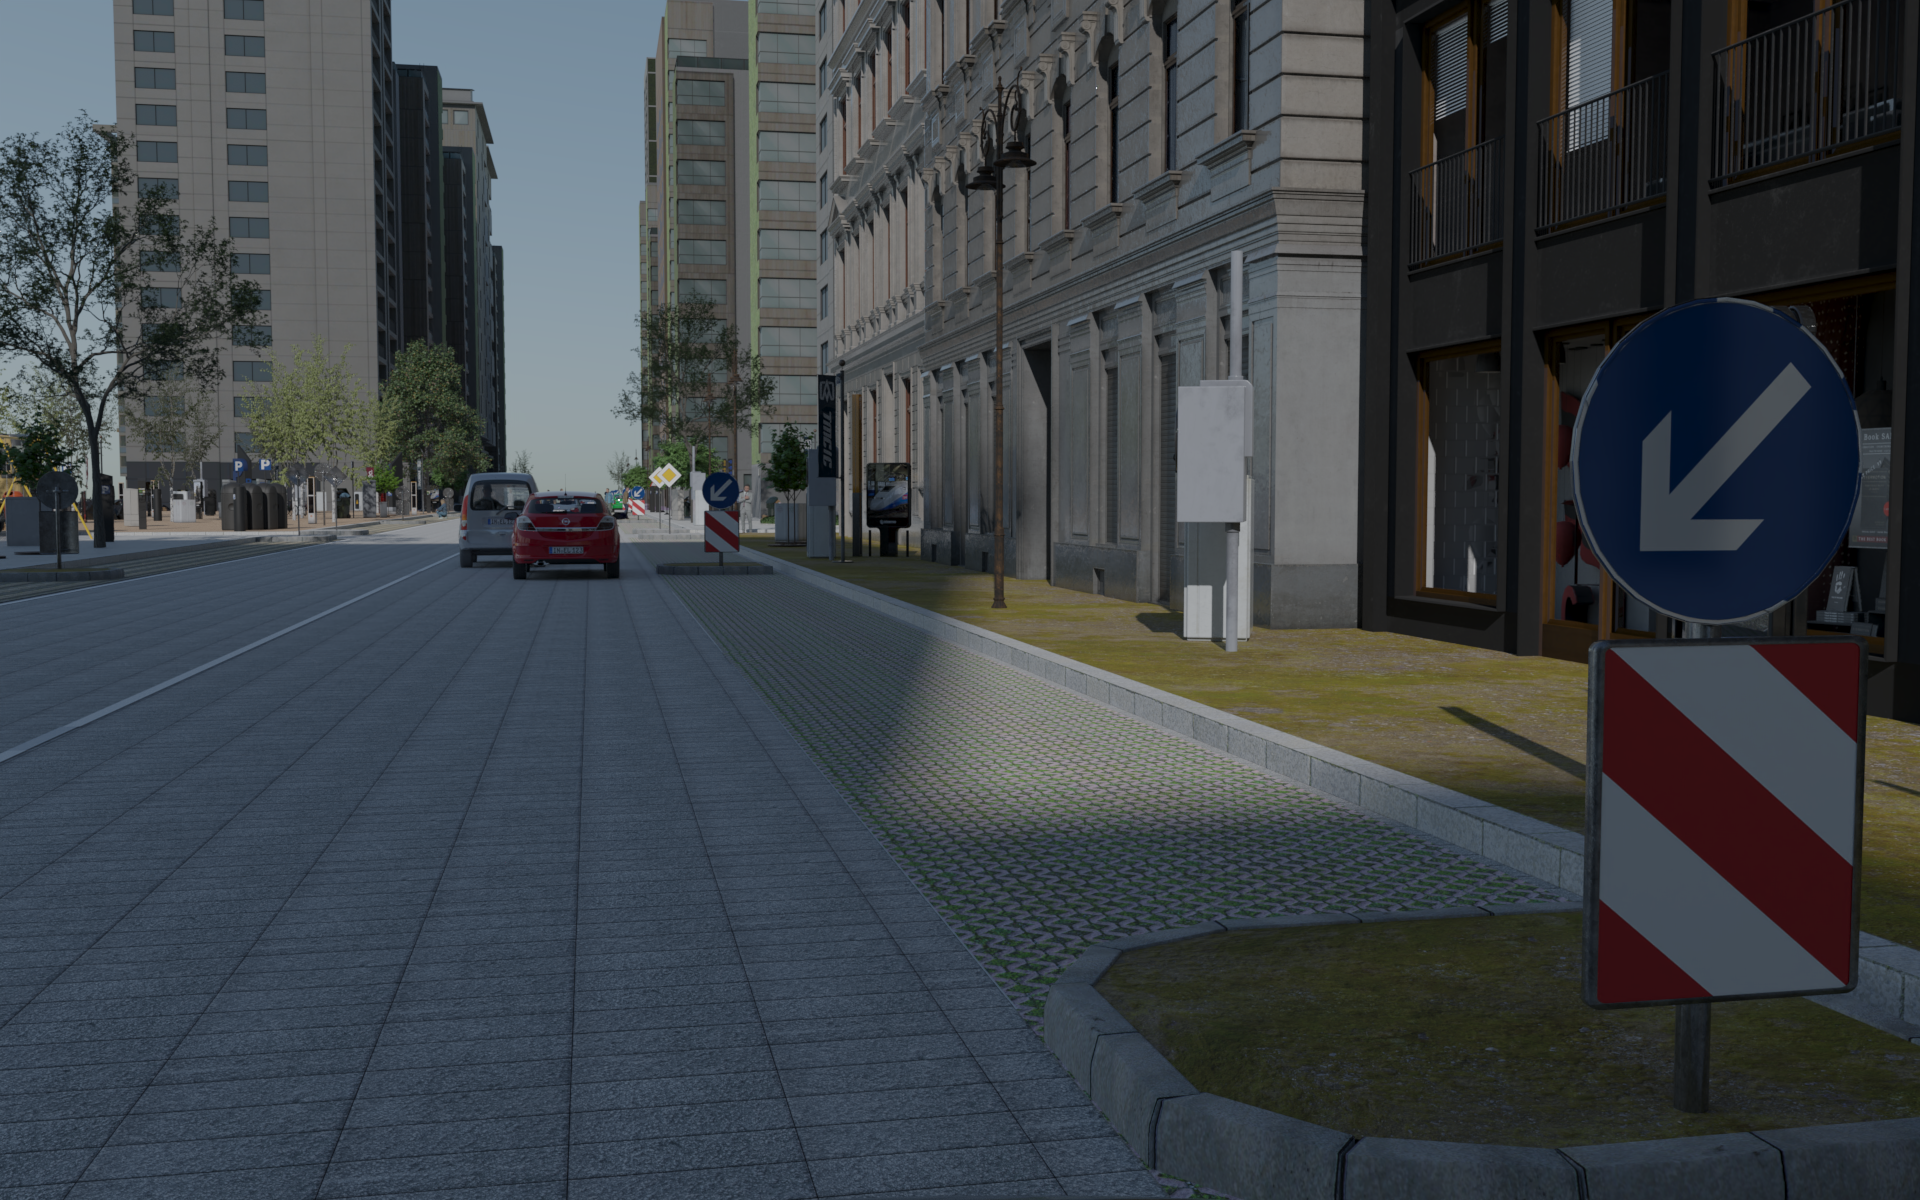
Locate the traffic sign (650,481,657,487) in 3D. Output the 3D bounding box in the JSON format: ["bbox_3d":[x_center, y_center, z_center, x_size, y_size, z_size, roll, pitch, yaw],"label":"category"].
[{"bbox_3d":[-21.552,-7.513,122.847,0.884,2.594,0.081,0,4,-5],"label":"traffic sign"}]

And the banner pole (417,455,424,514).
[{"bbox_3d":[-34.314,-7.353,110.232,0.863,3.779,0.401,3,5,42],"label":"banner pole"}]

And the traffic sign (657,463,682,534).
[{"bbox_3d":[-9.316,-3.172,55.507,0.795,2.450,0.064,-1,4,-12],"label":"traffic sign"}]

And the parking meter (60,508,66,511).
[{"bbox_3d":[-41.160,-4.336,79.307,0.372,1.533,0.369,0,3,0],"label":"parking meter"}]

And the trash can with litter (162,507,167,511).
[{"bbox_3d":[-59.934,-7.247,129.874,1.055,1.170,0.624,-1,4,-18],"label":"trash can with litter"}]

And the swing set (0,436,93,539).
[{"bbox_3d":[-25.943,-3.059,47.632,2.862,2.851,3.119,0,4,-8],"label":"swing set"}]

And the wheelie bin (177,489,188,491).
[{"bbox_3d":[-50.497,-6.403,112.598,0.980,1.594,0.693,-1,4,-18],"label":"wheelie bin"}]

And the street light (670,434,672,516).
[{"bbox_3d":[-16.833,-7.849,101.121,0.468,5.910,1.993,-1,4,-12],"label":"street light"}]

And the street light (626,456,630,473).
[{"bbox_3d":[-42.851,-15.314,223.164,0.468,5.910,1.993,-1,4,-12],"label":"street light"}]

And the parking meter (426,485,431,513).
[{"bbox_3d":[-36.058,-6.838,117.516,0.255,1.863,0.399,-1,4,-17],"label":"parking meter"}]

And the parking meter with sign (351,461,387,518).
[{"bbox_3d":[-31.550,-5.887,92.515,1.738,3.016,0.543,-2,4,-24],"label":"parking meter with sign"}]

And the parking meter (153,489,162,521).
[{"bbox_3d":[-38.162,-4.523,82.355,0.372,1.533,0.369,0,3,0],"label":"parking meter"}]

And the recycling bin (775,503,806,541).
[{"bbox_3d":[-4.646,-2.151,47.723,0.722,1.027,0.722,1,4,17],"label":"recycling bin"}]

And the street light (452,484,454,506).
[{"bbox_3d":[-40.238,-10.065,137.348,0.468,5.910,1.993,-1,4,-12],"label":"street light"}]

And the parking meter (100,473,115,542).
[{"bbox_3d":[-22.841,-2.486,46.363,0.399,1.863,0.255,-1,4,-21],"label":"parking meter"}]

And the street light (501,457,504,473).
[{"bbox_3d":[-57.435,-14.972,217.575,0.468,5.910,1.993,-1,4,-12],"label":"street light"}]

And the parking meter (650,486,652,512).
[{"bbox_3d":[-21.494,-7.052,121.013,0.255,1.863,0.399,-2,4,-32],"label":"parking meter"}]

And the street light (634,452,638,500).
[{"bbox_3d":[-32.991,-12.463,176.564,0.468,5.910,1.993,-1,4,-12],"label":"street light"}]

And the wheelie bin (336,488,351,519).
[{"bbox_3d":[-32.302,-5.057,90.596,0.980,1.594,0.693,1,4,22],"label":"wheelie bin"}]

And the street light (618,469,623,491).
[{"bbox_3d":[-50.345,-17.452,258.120,0.468,5.910,1.993,-1,4,-12],"label":"street light"}]

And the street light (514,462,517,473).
[{"bbox_3d":[-64.795,-17.111,252.559,0.468,5.910,1.993,-1,4,-12],"label":"street light"}]

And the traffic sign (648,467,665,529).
[{"bbox_3d":[-10.977,-3.650,63.318,0.795,2.450,0.064,-1,4,-12],"label":"traffic sign"}]

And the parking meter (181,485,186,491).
[{"bbox_3d":[-48.557,-6.276,108.315,0.255,1.863,0.399,-1,4,-18],"label":"parking meter"}]

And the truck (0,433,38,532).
[{"bbox_3d":[-33.262,-3.564,54.198,9.791,3.379,3.469,-1,4,-12],"label":"truck"}]

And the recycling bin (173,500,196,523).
[{"bbox_3d":[-34.825,-3.990,77.785,0.722,1.027,0.722,3,5,40],"label":"recycling bin"}]

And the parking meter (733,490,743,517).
[{"bbox_3d":[-12.224,-5.367,96.158,0.372,1.533,0.369,0,3,0],"label":"parking meter"}]

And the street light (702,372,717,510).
[{"bbox_3d":[-9.453,-5.666,65.422,0.468,5.910,1.993,-1,4,-12],"label":"street light"}]

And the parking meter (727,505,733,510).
[{"bbox_3d":[-13.128,-5.539,98.971,0.372,1.533,0.369,0,3,0],"label":"parking meter"}]

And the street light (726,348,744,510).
[{"bbox_3d":[-7.139,-5.028,54.992,0.468,5.910,1.993,-1,4,-12],"label":"street light"}]

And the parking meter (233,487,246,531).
[{"bbox_3d":[-24.769,-3.127,59.533,0.372,1.533,0.369,0,3,0],"label":"parking meter"}]

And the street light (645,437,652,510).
[{"bbox_3d":[-25.539,-10.325,141.599,0.468,5.910,1.993,-1,4,-12],"label":"street light"}]

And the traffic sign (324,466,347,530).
[{"bbox_3d":[-21.980,-3.509,61.008,0.795,2.450,0.064,-1,4,-12],"label":"traffic sign"}]

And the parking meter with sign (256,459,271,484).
[{"bbox_3d":[-35.060,-5.555,87.081,0.543,3.016,1.738,-2,4,-31],"label":"parking meter with sign"}]

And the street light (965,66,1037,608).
[{"bbox_3d":[0.441,-2.846,19.323,0.468,5.910,1.993,-1,4,-12],"label":"street light"}]

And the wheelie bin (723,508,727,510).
[{"bbox_3d":[-14.724,-6.076,107.247,0.980,1.594,0.693,0,4,0],"label":"wheelie bin"}]

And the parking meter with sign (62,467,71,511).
[{"bbox_3d":[-51.576,-6.327,99.699,0.543,3.016,1.738,-1,4,-13],"label":"parking meter with sign"}]

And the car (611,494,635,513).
[{"bbox_3d":[-26.096,-7.660,134.034,1.959,1.807,4.718,-1,4,-12],"label":"car"}]

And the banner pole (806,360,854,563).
[{"bbox_3d":[-2.346,-2.577,32.156,0.401,3.779,0.863,3,5,41],"label":"banner pole"}]

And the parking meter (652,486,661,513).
[{"bbox_3d":[-20.920,-6.998,120.128,0.399,1.863,0.255,3,5,39],"label":"parking meter"}]

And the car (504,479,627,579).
[{"bbox_3d":[-6.979,-1.325,30.697,2.155,1.783,4.494,-1,4,-13],"label":"car"}]

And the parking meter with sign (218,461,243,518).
[{"bbox_3d":[-38.533,-5.818,91.387,1.738,3.016,0.543,2,4,35],"label":"parking meter with sign"}]

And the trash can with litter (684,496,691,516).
[{"bbox_3d":[-15.803,-5.315,98.287,1.055,1.170,0.624,0,4,-2],"label":"trash can with litter"}]

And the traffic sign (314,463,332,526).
[{"bbox_3d":[-25.932,-4.311,70.591,0.768,2.556,0.104,0,4,-5],"label":"traffic sign"}]

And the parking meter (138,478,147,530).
[{"bbox_3d":[-29.595,-3.484,62.678,0.255,1.863,0.399,-2,4,-24],"label":"parking meter"}]

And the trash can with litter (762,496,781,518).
[{"bbox_3d":[-8.884,-4.270,81.196,0.624,1.170,1.055,2,4,26],"label":"trash can with litter"}]

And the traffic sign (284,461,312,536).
[{"bbox_3d":[-20.320,-3.031,53.197,0.795,2.450,0.064,-1,4,-12],"label":"traffic sign"}]
